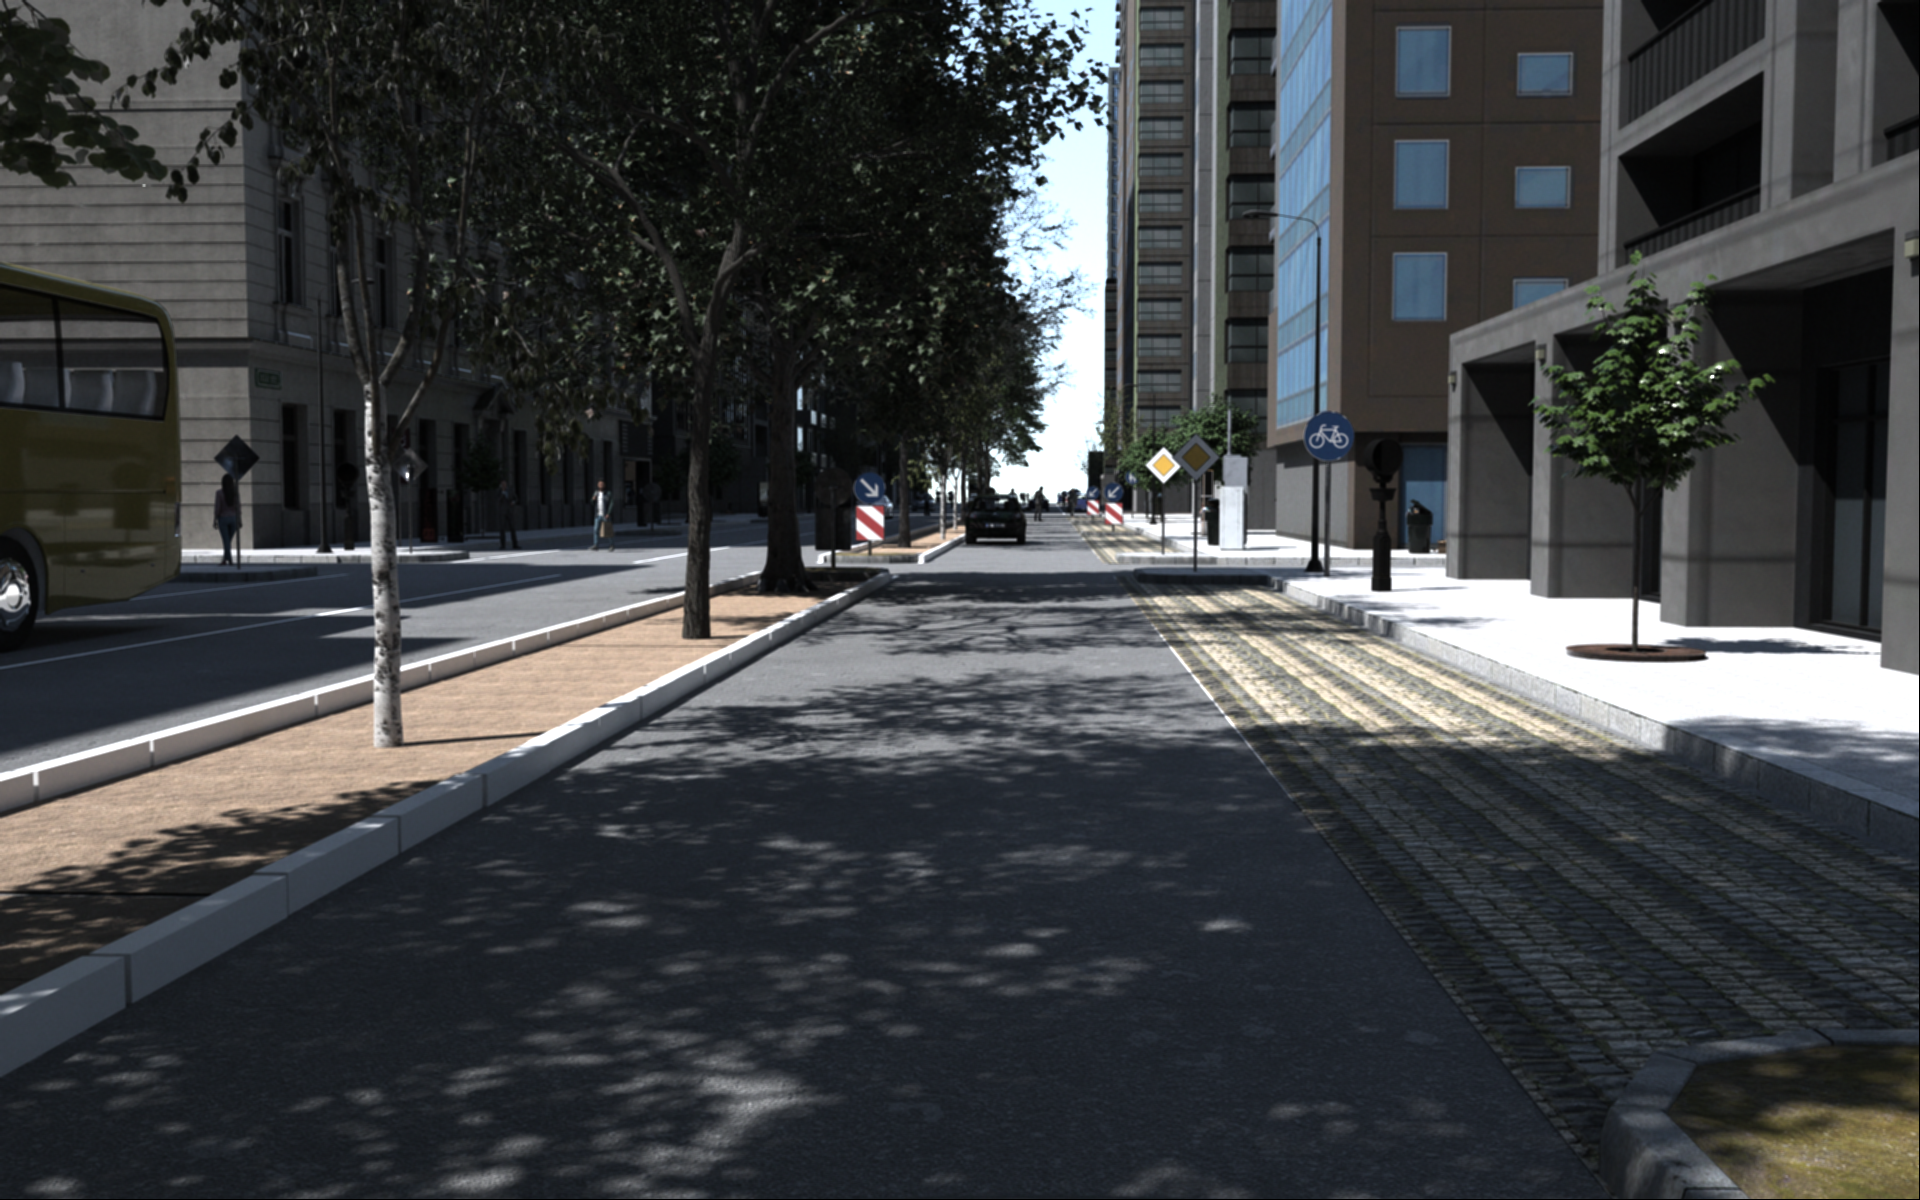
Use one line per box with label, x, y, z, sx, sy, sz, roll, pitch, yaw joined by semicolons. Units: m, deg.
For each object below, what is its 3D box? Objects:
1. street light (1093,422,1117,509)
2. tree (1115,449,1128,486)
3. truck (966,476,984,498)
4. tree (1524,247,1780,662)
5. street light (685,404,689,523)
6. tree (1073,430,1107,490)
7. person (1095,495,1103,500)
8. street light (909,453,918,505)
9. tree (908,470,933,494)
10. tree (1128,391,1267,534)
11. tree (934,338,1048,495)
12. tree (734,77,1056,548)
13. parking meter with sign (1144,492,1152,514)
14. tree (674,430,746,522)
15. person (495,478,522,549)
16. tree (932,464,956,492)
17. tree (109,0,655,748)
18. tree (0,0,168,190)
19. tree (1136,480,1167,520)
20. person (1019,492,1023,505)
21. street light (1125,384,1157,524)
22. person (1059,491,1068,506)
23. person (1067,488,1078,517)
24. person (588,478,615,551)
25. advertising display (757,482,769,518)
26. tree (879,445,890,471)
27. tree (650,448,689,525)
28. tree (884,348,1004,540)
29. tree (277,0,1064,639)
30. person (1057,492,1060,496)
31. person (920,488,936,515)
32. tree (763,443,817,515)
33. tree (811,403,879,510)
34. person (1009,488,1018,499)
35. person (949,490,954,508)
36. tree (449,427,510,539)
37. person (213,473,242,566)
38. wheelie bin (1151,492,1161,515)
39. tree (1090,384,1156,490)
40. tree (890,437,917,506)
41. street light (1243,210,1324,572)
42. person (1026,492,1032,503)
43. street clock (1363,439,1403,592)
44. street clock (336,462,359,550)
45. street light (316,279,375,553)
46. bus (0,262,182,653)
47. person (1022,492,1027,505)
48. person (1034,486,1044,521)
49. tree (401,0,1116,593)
street light;9.497;-8.481;111.198;1.470;5.913;1.316;0;4;3
tree;9.185;-5.795;78.458;4.285;4.588;4.351;0;3;0
truck;2.477;-16.464;258.099;2.839;4.237;11.283;0;4;1
tree;5.343;-1.172;13.760;1.663;3.219;1.824;0;3;0
street light;-11.397;-6.325;75.963;1.470;5.913;1.316;0;4;3
tree;15.204;-15.201;198.894;4.360;8.622;3.978;0;3;0
person;15.143;-11.190;191.468;1.348;1.823;0.705;0;4;6
street light;-5.176;-13.716;196.803;1.470;5.913;1.316;0;4;3
tree;-4.987;-14.090;214.087;4.285;4.588;4.351;0;3;0
tree;8.200;-4.392;55.516;4.285;4.588;4.351;0;3;0
tree;1.541;-10.455;99.159;9.928;11.665;9.643;0;3;0
tree;-1.499;-8.126;45.682;12.009;13.543;11.850;0;3;0
parking meter with sign;12.360;-6.969;110.197;0.543;3.016;1.738;-2;4;-31
tree;-11.719;-5.971;81.336;4.285;4.588;4.351;0;3;0
person;-11.773;-2.254;45.151;0.655;1.846;0.447;-2;4;-28
tree;-2.568;-18.986;260.783;4.360;8.622;3.978;0;3;0
tree;-3.225;-3.454;9.287;4.360;8.622;3.978;0;3;0
tree;-3.498;-5.046;3.093;7.486;12.596;7.792;0;3;0
tree;9.964;-5.652;87.018;1.663;3.219;1.824;0;3;0
person;8.174;-13.412;228.230;0.683;1.767;0.568;0;4;2
street light;7.650;-6.159;73.239;1.470;5.913;1.316;0;4;3
person;12.081;-11.775;201.036;1.348;1.823;0.705;3;5;39
person;7.015;-6.106;108.433;0.694;1.812;0.767;1;4;20
person;-8.822;-2.106;42.924;0.794;1.824;0.713;3;4;36
advertising display;-10.691;-5.441;94.180;0.123;1.923;0.974;2;4;26
tree;-8.558;-11.663;141.059;4.360;8.622;3.978;0;3;0
tree;-12.040;-4.757;72.379;1.663;3.219;1.824;0;3;0
tree;-0.565;-6.204;54.252;4.737;8.622;4.395;0;3;0
tree;-2.642;-4.866;16.425;8.767;10.594;7.601;0;4;3
person;15.130;-15.668;264.669;0.705;1.824;1.348;-1;4;-20
person;-2.216;-6.642;117.083;1.348;1.826;0.705;-3;5;-40
tree;-10.505;-7.557;107.269;4.285;4.588;4.351;0;3;0
tree;-9.081;-11.051;131.039;4.360;8.622;3.978;0;3;0
person;2.975;-5.533;99.369;0.661;1.777;0.834;-2;4;-28
person;-0.857;-10.648;182.585;0.705;1.826;1.348;1;4;20
tree;-13.892;-3.381;49.886;1.663;3.219;1.824;0;3;0
person;-13.841;-1.484;32.770;0.388;1.821;0.555;2;4;33
wheelie bin;12.019;-5.938;104.992;0.980;1.594;0.693;3;5;42
tree;10.597;-10.076;115.099;4.737;8.622;4.395;0;3;0
tree;-6.548;-14.351;184.993;4.360;8.622;3.978;0;3;0
street light;5.324;-3.422;28.486;1.470;5.913;1.316;0;4;3
person;9.463;-14.199;241.371;1.217;1.743;0.721;0;4;-2
street clock;5.568;-1.117;22.828;0.471;2.002;0.358;-1;4;-18
street clock;-13.985;-2.143;39.603;0.471;2.002;0.358;0;4;-8
street light;-13.291;-3.972;37.485;1.470;5.913;1.316;0;4;3
bus;-9.822;-1.300;12.794;2.896;3.916;12.252;0;4;1
person;8.264;-12.944;220.841;0.721;1.736;1.217;3;5;44
person;4.229;-5.126;92.114;0.447;1.846;0.655;-3;5;-43
tree;-2.598;-6.458;25.058;9.611;12.733;9.660;0;3;0
